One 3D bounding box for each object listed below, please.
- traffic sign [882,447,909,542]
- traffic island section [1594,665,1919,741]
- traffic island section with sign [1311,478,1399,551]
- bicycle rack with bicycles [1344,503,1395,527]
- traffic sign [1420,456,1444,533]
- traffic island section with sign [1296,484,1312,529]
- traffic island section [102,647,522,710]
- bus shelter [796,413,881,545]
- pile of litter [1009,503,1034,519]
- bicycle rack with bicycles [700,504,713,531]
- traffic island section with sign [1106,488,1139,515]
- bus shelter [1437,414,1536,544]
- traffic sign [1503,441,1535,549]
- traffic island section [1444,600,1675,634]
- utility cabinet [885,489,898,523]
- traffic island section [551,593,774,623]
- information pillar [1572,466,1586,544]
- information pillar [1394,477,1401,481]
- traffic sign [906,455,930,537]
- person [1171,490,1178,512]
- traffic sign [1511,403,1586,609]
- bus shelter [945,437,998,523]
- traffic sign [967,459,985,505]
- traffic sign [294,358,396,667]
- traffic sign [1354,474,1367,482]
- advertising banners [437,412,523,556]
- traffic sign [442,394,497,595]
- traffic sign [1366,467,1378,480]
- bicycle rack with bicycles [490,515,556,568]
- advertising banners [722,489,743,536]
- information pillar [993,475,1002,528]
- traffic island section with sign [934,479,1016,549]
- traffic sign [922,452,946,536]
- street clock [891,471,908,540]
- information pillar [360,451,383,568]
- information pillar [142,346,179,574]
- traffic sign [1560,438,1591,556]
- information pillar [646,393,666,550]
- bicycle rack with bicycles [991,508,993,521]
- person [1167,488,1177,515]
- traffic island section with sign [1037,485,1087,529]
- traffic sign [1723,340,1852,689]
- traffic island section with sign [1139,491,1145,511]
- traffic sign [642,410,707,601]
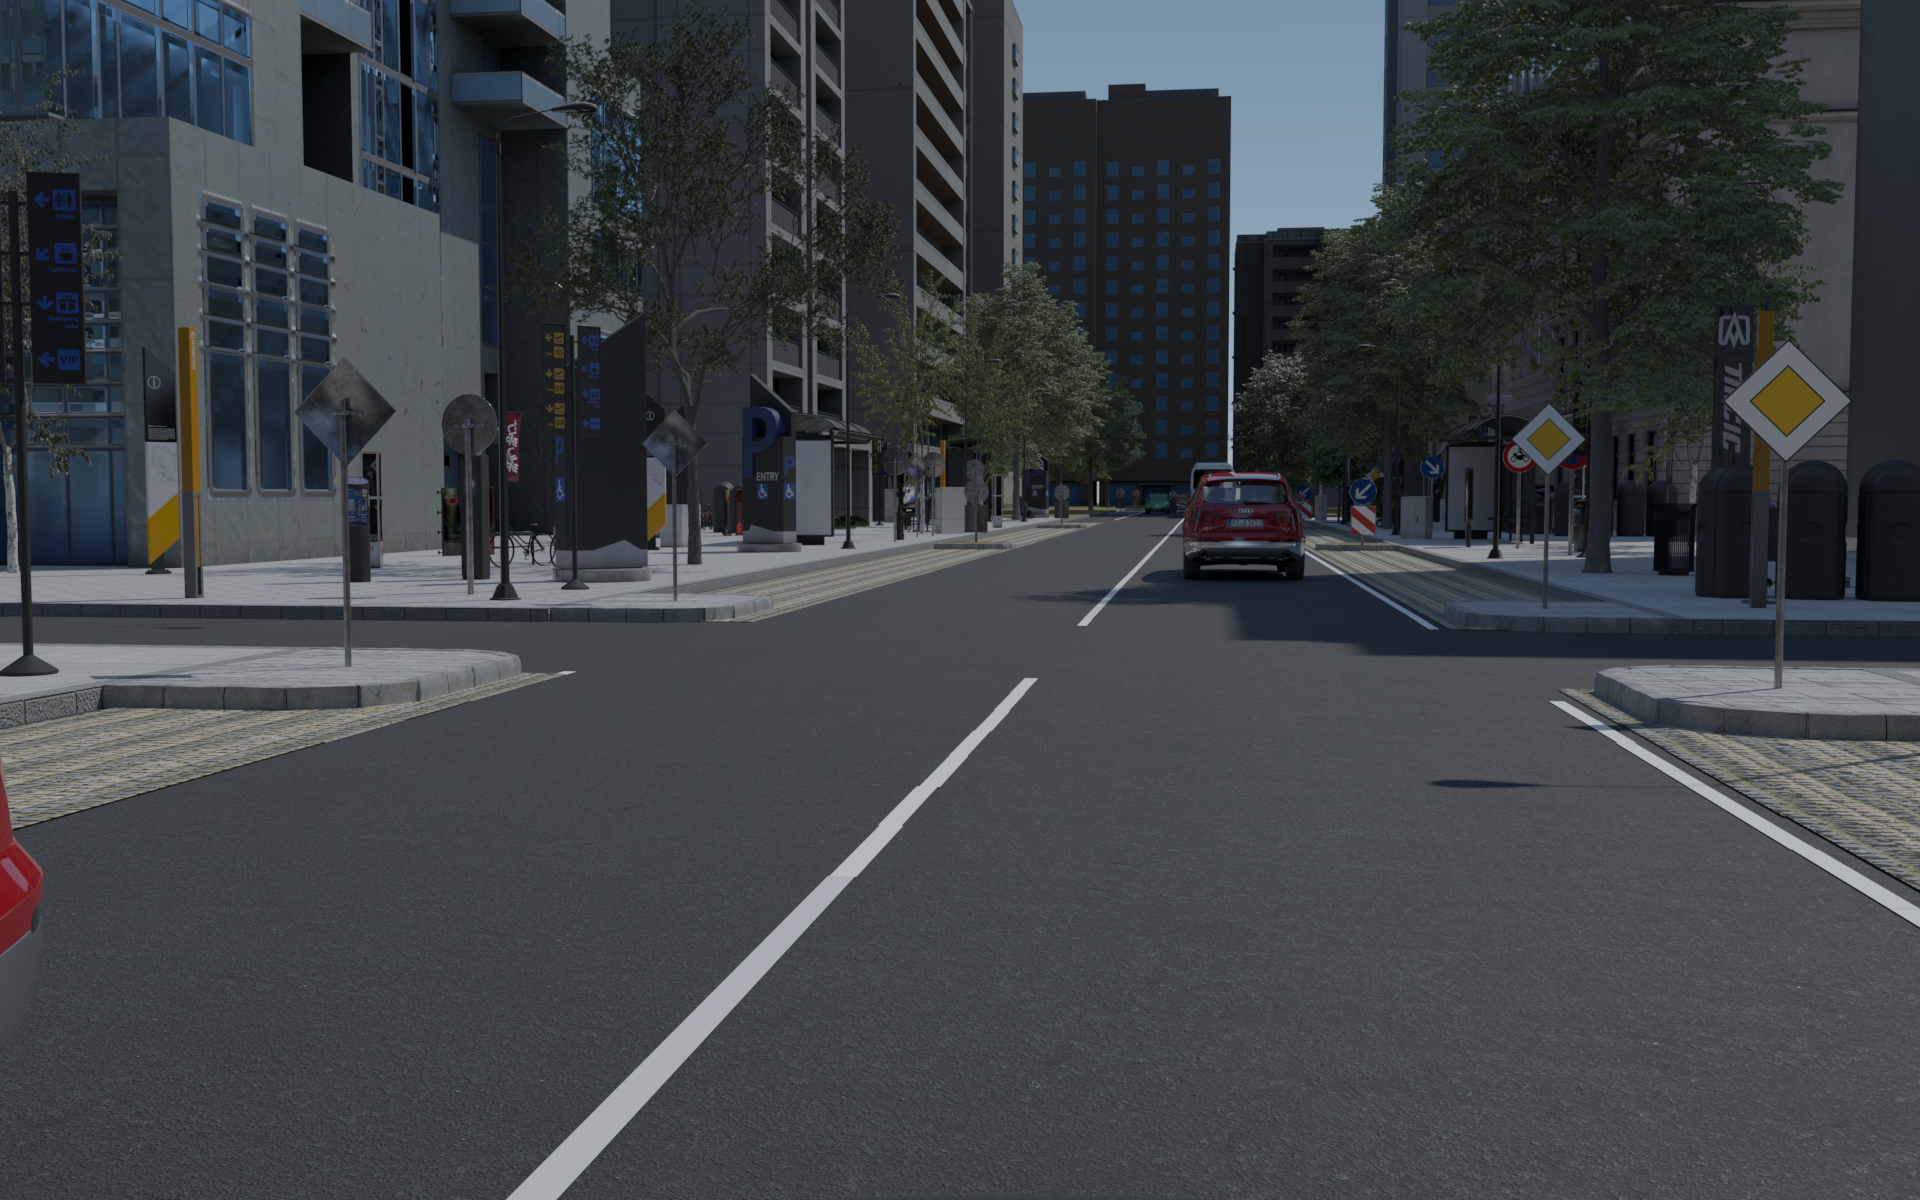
[{"bbox_3d":[-1.749,-2.843,46.588,0.768,2.556,0.104,1,4,17],"label":"traffic sign"},{"bbox_3d":[5.422,0.663,11.445,2.009,0.180,2.903,0,4,8],"label":"traffic island section"},{"bbox_3d":[10.136,-2.183,44.315,1.989,1.847,2.006,0,4,8],"label":"traffic island section with sign"},{"bbox_3d":[16.673,-3.303,67.394,2.852,0.926,2.925,-1,4,-17],"label":"bicycle rack with bicycles"},{"bbox_3d":[15.694,-3.516,57.592,0.768,2.556,0.104,1,4,16],"label":"traffic sign"},{"bbox_3d":[13.953,-3.815,71.000,1.989,1.847,2.006,0,4,8],"label":"traffic island section with sign"},{"bbox_3d":[-4.567,0.575,12.873,2.009,0.180,2.903,0,4,8],"label":"traffic island section"},{"bbox_3d":[-3.588,-3.185,45.991,2.014,3.302,5.546,0,4,8],"label":"bus shelter"},{"bbox_3d":[3.210,-4.729,91.290,1.719,0.858,1.176,-1,4,-12],"label":"pile of litter"},{"bbox_3d":[-9.839,-2.985,62.184,2.852,0.926,2.925,1,4,9],"label":"bicycle rack with bicycles"},{"bbox_3d":[11.302,-6.902,121.470,1.989,1.847,2.006,0,4,8],"label":"traffic island section with sign"},{"bbox_3d":[14.276,-3.232,46.765,2.014,3.302,5.546,0,4,8],"label":"bus shelter"},{"bbox_3d":[13.120,-2.481,40.672,0.768,2.556,0.104,1,4,8],"label":"traffic sign"},{"bbox_3d":[6.553,0.179,19.350,2.009,0.180,2.903,0,4,8],"label":"traffic island section"},{"bbox_3d":[-2.736,-4.147,76.476,1.173,1.500,0.318,2,4,25],"label":"utility cabinet"},{"bbox_3d":[-3.436,0.092,20.778,2.009,0.180,2.903,0,4,8],"label":"traffic island section"},{"bbox_3d":[16.028,-2.465,44.792,0.304,2.012,0.304,3,5,40],"label":"information pillar"},{"bbox_3d":[19.271,-4.398,76.404,0.304,2.012,0.304,0,4,3],"label":"information pillar"},{"bbox_3d":[-1.261,-3.058,51.180,0.795,2.450,0.064,1,4,17],"label":"traffic sign"},{"bbox_3d":[17.126,-7.976,139.442,0.750,1.759,0.617,-2,4,-26],"label":"person"},{"bbox_3d":[6.528,-0.956,19.276,0.795,2.450,0.064,0,4,8],"label":"traffic sign"},{"bbox_3d":[0.479,-5.117,74.947,1.731,3.624,6.357,1,4,8],"label":"bus shelter"},{"bbox_3d":[0.512,-3.869,63.366,0.768,2.556,0.104,1,4,11],"label":"traffic sign"},{"bbox_3d":[-4.543,-0.561,12.808,0.795,2.450,0.064,0,4,8],"label":"traffic sign"},{"bbox_3d":[21.383,-5.672,92.839,0.768,2.556,0.104,1,4,10],"label":"traffic sign"},{"bbox_3d":[-10.031,-2.455,36.329,0.090,3.025,2.074,3,5,42],"label":"advertising banners"},{"bbox_3d":[-6.253,-1.343,22.057,0.768,2.556,0.104,1,4,13],"label":"traffic sign"},{"bbox_3d":[17.193,-4.315,71.741,0.795,2.450,0.064,1,4,10],"label":"traffic sign"},{"bbox_3d":[-7.045,-1.032,30.256,2.852,0.926,2.925,1,4,23],"label":"bicycle rack with bicycles"},{"bbox_3d":[-6.829,-3.495,53.338,0.090,3.025,2.074,1,4,19],"label":"advertising banners"},{"bbox_3d":[1.423,-3.745,65.728,0.304,2.012,0.304,-1,4,-19],"label":"information pillar"},{"bbox_3d":[0.431,-2.253,45.459,1.989,1.847,2.006,0,4,8],"label":"traffic island section with sign"},{"bbox_3d":[-0.820,-3.200,52.433,0.768,2.556,0.104,1,4,14],"label":"traffic sign"},{"bbox_3d":[-1.685,-2.673,48.278,0.358,2.002,0.471,3,5,42],"label":"street clock"},{"bbox_3d":[-10.163,-1.556,29.930,0.304,2.012,0.304,-1,4,-9],"label":"information pillar"},{"bbox_3d":[-12.812,-2.226,27.752,0.183,3.616,0.504,3,5,42],"label":"information pillar"},{"bbox_3d":[12.706,-2.195,35.998,0.768,2.556,0.104,1,4,11],"label":"traffic sign"},{"bbox_3d":[-6.959,-2.942,39.460,0.504,3.616,0.183,0,4,4],"label":"information pillar"},{"bbox_3d":[0.205,-4.286,83.455,2.852,0.926,2.925,-1,4,-11],"label":"bicycle rack with bicycles"},{"bbox_3d":[14.803,-6.873,120.747,0.709,1.838,0.599,1,4,12],"label":"person"},{"bbox_3d":[4.301,-3.904,72.458,1.989,1.847,2.006,0,4,8],"label":"traffic island section with sign"},{"bbox_3d":[5.398,-0.473,11.371,0.795,2.450,0.064,0,4,8],"label":"traffic sign"},{"bbox_3d":[15.172,-8.554,148.478,1.989,1.847,2.006,0,4,8],"label":"traffic island section with sign"},{"bbox_3d":[-3.412,-1.044,20.713,0.795,2.450,0.064,0,4,8],"label":"traffic sign"}]
